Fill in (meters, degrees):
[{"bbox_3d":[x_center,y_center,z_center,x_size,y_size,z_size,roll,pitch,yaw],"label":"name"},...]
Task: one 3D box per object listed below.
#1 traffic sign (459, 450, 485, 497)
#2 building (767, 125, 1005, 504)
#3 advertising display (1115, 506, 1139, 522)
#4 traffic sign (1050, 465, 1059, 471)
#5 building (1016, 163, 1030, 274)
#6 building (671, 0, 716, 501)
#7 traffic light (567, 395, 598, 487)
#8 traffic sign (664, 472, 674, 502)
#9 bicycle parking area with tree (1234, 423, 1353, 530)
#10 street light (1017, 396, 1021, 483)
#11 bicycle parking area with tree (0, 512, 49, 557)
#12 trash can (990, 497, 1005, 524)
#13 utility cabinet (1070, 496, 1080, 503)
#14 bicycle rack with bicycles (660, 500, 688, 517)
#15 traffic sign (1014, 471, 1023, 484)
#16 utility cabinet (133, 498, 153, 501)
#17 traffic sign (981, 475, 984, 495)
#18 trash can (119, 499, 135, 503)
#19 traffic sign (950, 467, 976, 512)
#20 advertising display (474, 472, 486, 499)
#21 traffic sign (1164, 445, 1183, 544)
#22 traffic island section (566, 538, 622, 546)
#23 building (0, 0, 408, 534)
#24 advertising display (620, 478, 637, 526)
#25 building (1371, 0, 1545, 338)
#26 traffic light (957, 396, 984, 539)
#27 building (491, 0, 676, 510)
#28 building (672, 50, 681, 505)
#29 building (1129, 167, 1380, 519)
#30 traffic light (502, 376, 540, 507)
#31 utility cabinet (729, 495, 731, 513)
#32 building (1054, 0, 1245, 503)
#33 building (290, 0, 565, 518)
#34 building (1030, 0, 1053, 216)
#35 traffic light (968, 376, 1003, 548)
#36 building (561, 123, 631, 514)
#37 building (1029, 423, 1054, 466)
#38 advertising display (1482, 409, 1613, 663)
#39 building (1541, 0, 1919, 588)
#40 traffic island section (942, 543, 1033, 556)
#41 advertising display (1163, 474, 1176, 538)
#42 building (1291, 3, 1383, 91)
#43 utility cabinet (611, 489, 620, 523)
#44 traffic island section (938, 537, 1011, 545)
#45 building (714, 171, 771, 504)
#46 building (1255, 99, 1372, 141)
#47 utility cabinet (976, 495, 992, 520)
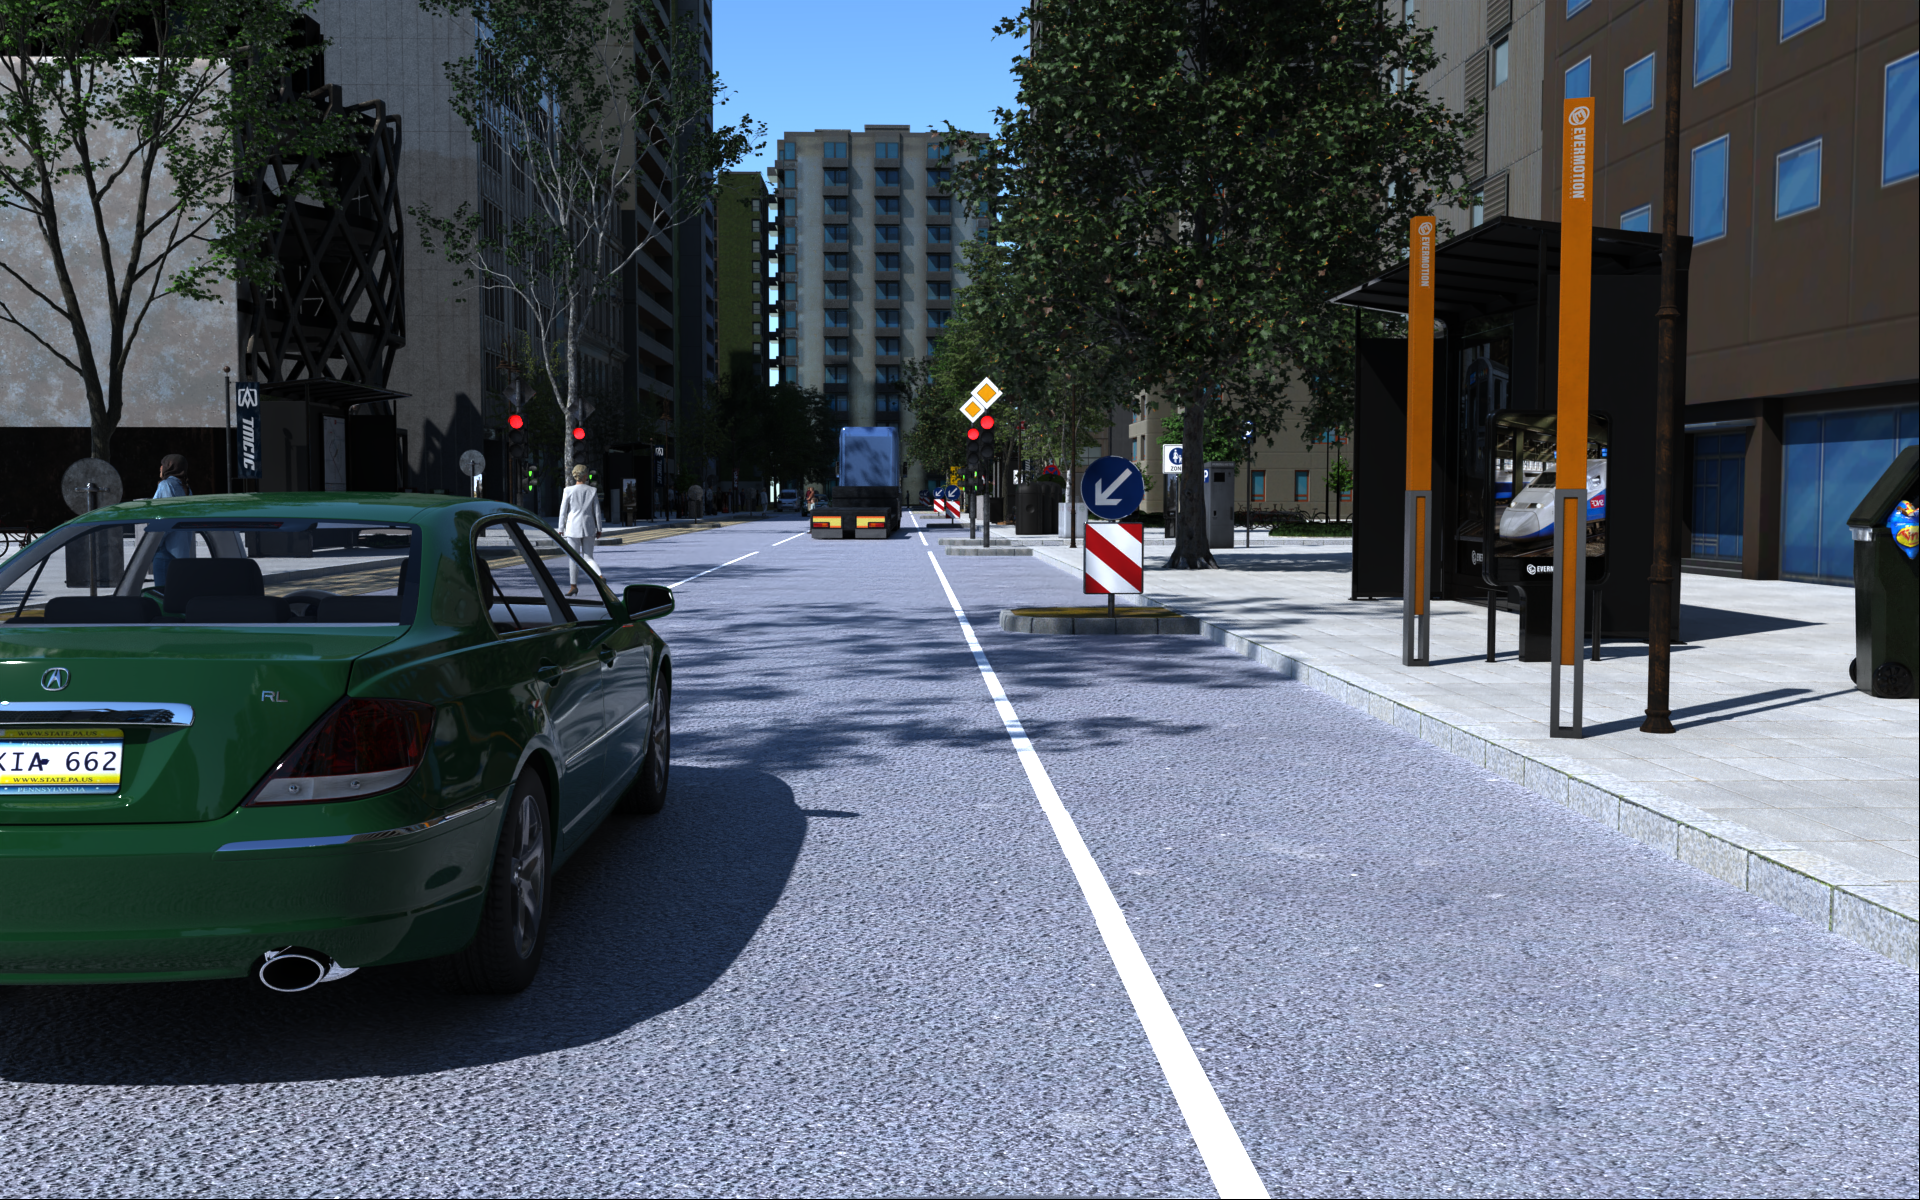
[{"bbox_3d":[-13.973,-3.029,49.626,0.768,2.556,0.104,0,4,4],"label":"traffic sign"},{"bbox_3d":[-9.546,-37.169,227.324,30.456,49.044,23.786,0,4,-2],"label":"building"},{"bbox_3d":[4.709,-2.692,49.230,0.974,1.923,0.123,-3,4,-38],"label":"advertising display"},{"bbox_3d":[3.948,-4.568,74.790,0.768,2.556,0.104,0,4,2],"label":"traffic sign"},{"bbox_3d":[21.892,-37.267,228.916,30.456,49.044,23.786,0,4,-2],"label":"building"},{"bbox_3d":[-40.132,-39.029,180.127,28.212,58.520,21.231,0,4,-2],"label":"building"},{"bbox_3d":[-10.708,-3.680,49.090,0.839,4.253,0.868,0,4,-2],"label":"traffic light"},{"bbox_3d":[-16.847,-6.110,99.906,0.884,2.594,0.081,0,4,0],"label":"traffic sign"},{"bbox_3d":[13.966,-4.718,64.143,9.016,4.147,8.231,1,4,21],"label":"bicycle parking area with tree"},{"bbox_3d":[2.059,-5.300,59.445,0.468,5.910,1.993,0,4,-2],"label":"street light"},{"bbox_3d":[-23.022,-2.798,32.743,8.231,4.147,9.016,2,4,31],"label":"bicycle parking area with tree"},{"bbox_3d":[1.591,-3.891,75.268,0.748,1.137,0.748,0,3,0],"label":"trash can"},{"bbox_3d":[4.069,-3.219,63.796,0.306,1.237,1.020,2,4,26],"label":"utility cabinet"},{"bbox_3d":[-15.624,-5.078,96.400,2.852,0.926,2.925,-1,4,-10],"label":"bicycle rack with bicycles"},{"bbox_3d":[2.591,-4.386,73.847,0.606,2.300,0.079,0,4,7],"label":"traffic sign"},{"bbox_3d":[-12.867,-1.033,28.049,0.306,1.237,1.020,1,4,20],"label":"utility cabinet"},{"bbox_3d":[1.254,-6.207,101.494,0.884,2.594,0.081,0,4,4],"label":"traffic sign"},{"bbox_3d":[-24.240,-2.373,50.451,0.748,1.137,0.748,0,3,0],"label":"trash can"},{"bbox_3d":[0.410,-7.902,123.065,2.265,3.308,0.079,0,4,7],"label":"traffic sign"},{"bbox_3d":[-14.363,-2.851,51.824,0.123,1.923,0.974,-2,4,-31],"label":"advertising display"},{"bbox_3d":[4.476,-2.053,35.691,0.606,2.300,0.079,0,4,1],"label":"traffic sign"},{"bbox_3d":[-10.748,-1.648,49.224,2.009,0.180,2.903,0,4,-2],"label":"traffic island section"},{"bbox_3d":[-29.728,-12.027,64.094,16.820,18.784,16.811,0,4,-2],"label":"building"},{"bbox_3d":[-13.180,-3.896,68.906,0.123,1.923,0.974,2,4,24],"label":"advertising display"},{"bbox_3d":[56.646,-36.097,179.417,27.495,52.752,28.713,0,4,-2],"label":"building"},{"bbox_3d":[0.347,-3.704,49.480,0.839,4.253,0.868,0,4,-2],"label":"traffic light"},{"bbox_3d":[-34.190,-31.188,133.631,21.300,48.544,21.600,0,4,-2],"label":"building"},{"bbox_3d":[-32.687,-28.679,152.498,14.154,41.232,14.086,0,4,-2],"label":"building"},{"bbox_3d":[25.596,-15.682,101.441,27.650,21.520,28.899,0,4,-2],"label":"building"},{"bbox_3d":[-10.437,-3.192,41.110,0.839,4.253,0.868,0,4,-2],"label":"traffic light"},{"bbox_3d":[-15.854,-6.588,118.875,0.306,1.237,1.020,-1,4,-9],"label":"utility cabinet"},{"bbox_3d":[14.319,-27.683,136.208,14.154,41.232,14.086,0,4,-2],"label":"building"},{"bbox_3d":[-28.238,-16.542,88.490,12.078,24.808,19.932,0,4,-2],"label":"building"},{"bbox_3d":[16.045,-45.475,181.771,20.563,71.187,20.611,0,4,-2],"label":"building"},{"bbox_3d":[0.617,-3.216,41.499,0.839,4.253,0.868,0,4,-2],"label":"traffic light"},{"bbox_3d":[-29.141,-19.181,110.872,12.463,27.353,25.104,0,4,-2],"label":"building"},{"bbox_3d":[20.864,-19.186,158.728,27.650,21.520,28.899,0,4,-2],"label":"building"},{"bbox_3d":[4.476,-0.489,13.215,0.974,1.923,0.123,0,4,-7],"label":"advertising display"},{"bbox_3d":[18.493,-22.993,26.052,14.600,45.320,14.200,0,4,-2],"label":"building"},{"bbox_3d":[0.658,-1.182,41.615,2.009,0.180,2.903,0,4,-2],"label":"traffic island section"},{"bbox_3d":[6.147,-2.775,50.581,0.123,1.923,0.974,2,4,25],"label":"advertising display"},{"bbox_3d":[47.632,-48.237,226.923,20.611,71.187,20.563,0,4,-2],"label":"building"},{"bbox_3d":[-14.932,-4.056,74.992,0.318,1.500,1.173,-1,4,-15],"label":"utility cabinet"},{"bbox_3d":[0.387,-1.671,49.595,2.009,0.180,2.903,0,4,-2],"label":"traffic island section"},{"bbox_3d":[-31.813,-32.931,222.015,14.086,41.232,14.154,0,4,-2],"label":"building"},{"bbox_3d":[35.570,-32.778,186.024,14.200,45.320,14.600,0,4,-2],"label":"building"},{"bbox_3d":[1.171,-4.497,84.683,0.306,1.237,1.020,-2,4,-29],"label":"utility cabinet"}]
